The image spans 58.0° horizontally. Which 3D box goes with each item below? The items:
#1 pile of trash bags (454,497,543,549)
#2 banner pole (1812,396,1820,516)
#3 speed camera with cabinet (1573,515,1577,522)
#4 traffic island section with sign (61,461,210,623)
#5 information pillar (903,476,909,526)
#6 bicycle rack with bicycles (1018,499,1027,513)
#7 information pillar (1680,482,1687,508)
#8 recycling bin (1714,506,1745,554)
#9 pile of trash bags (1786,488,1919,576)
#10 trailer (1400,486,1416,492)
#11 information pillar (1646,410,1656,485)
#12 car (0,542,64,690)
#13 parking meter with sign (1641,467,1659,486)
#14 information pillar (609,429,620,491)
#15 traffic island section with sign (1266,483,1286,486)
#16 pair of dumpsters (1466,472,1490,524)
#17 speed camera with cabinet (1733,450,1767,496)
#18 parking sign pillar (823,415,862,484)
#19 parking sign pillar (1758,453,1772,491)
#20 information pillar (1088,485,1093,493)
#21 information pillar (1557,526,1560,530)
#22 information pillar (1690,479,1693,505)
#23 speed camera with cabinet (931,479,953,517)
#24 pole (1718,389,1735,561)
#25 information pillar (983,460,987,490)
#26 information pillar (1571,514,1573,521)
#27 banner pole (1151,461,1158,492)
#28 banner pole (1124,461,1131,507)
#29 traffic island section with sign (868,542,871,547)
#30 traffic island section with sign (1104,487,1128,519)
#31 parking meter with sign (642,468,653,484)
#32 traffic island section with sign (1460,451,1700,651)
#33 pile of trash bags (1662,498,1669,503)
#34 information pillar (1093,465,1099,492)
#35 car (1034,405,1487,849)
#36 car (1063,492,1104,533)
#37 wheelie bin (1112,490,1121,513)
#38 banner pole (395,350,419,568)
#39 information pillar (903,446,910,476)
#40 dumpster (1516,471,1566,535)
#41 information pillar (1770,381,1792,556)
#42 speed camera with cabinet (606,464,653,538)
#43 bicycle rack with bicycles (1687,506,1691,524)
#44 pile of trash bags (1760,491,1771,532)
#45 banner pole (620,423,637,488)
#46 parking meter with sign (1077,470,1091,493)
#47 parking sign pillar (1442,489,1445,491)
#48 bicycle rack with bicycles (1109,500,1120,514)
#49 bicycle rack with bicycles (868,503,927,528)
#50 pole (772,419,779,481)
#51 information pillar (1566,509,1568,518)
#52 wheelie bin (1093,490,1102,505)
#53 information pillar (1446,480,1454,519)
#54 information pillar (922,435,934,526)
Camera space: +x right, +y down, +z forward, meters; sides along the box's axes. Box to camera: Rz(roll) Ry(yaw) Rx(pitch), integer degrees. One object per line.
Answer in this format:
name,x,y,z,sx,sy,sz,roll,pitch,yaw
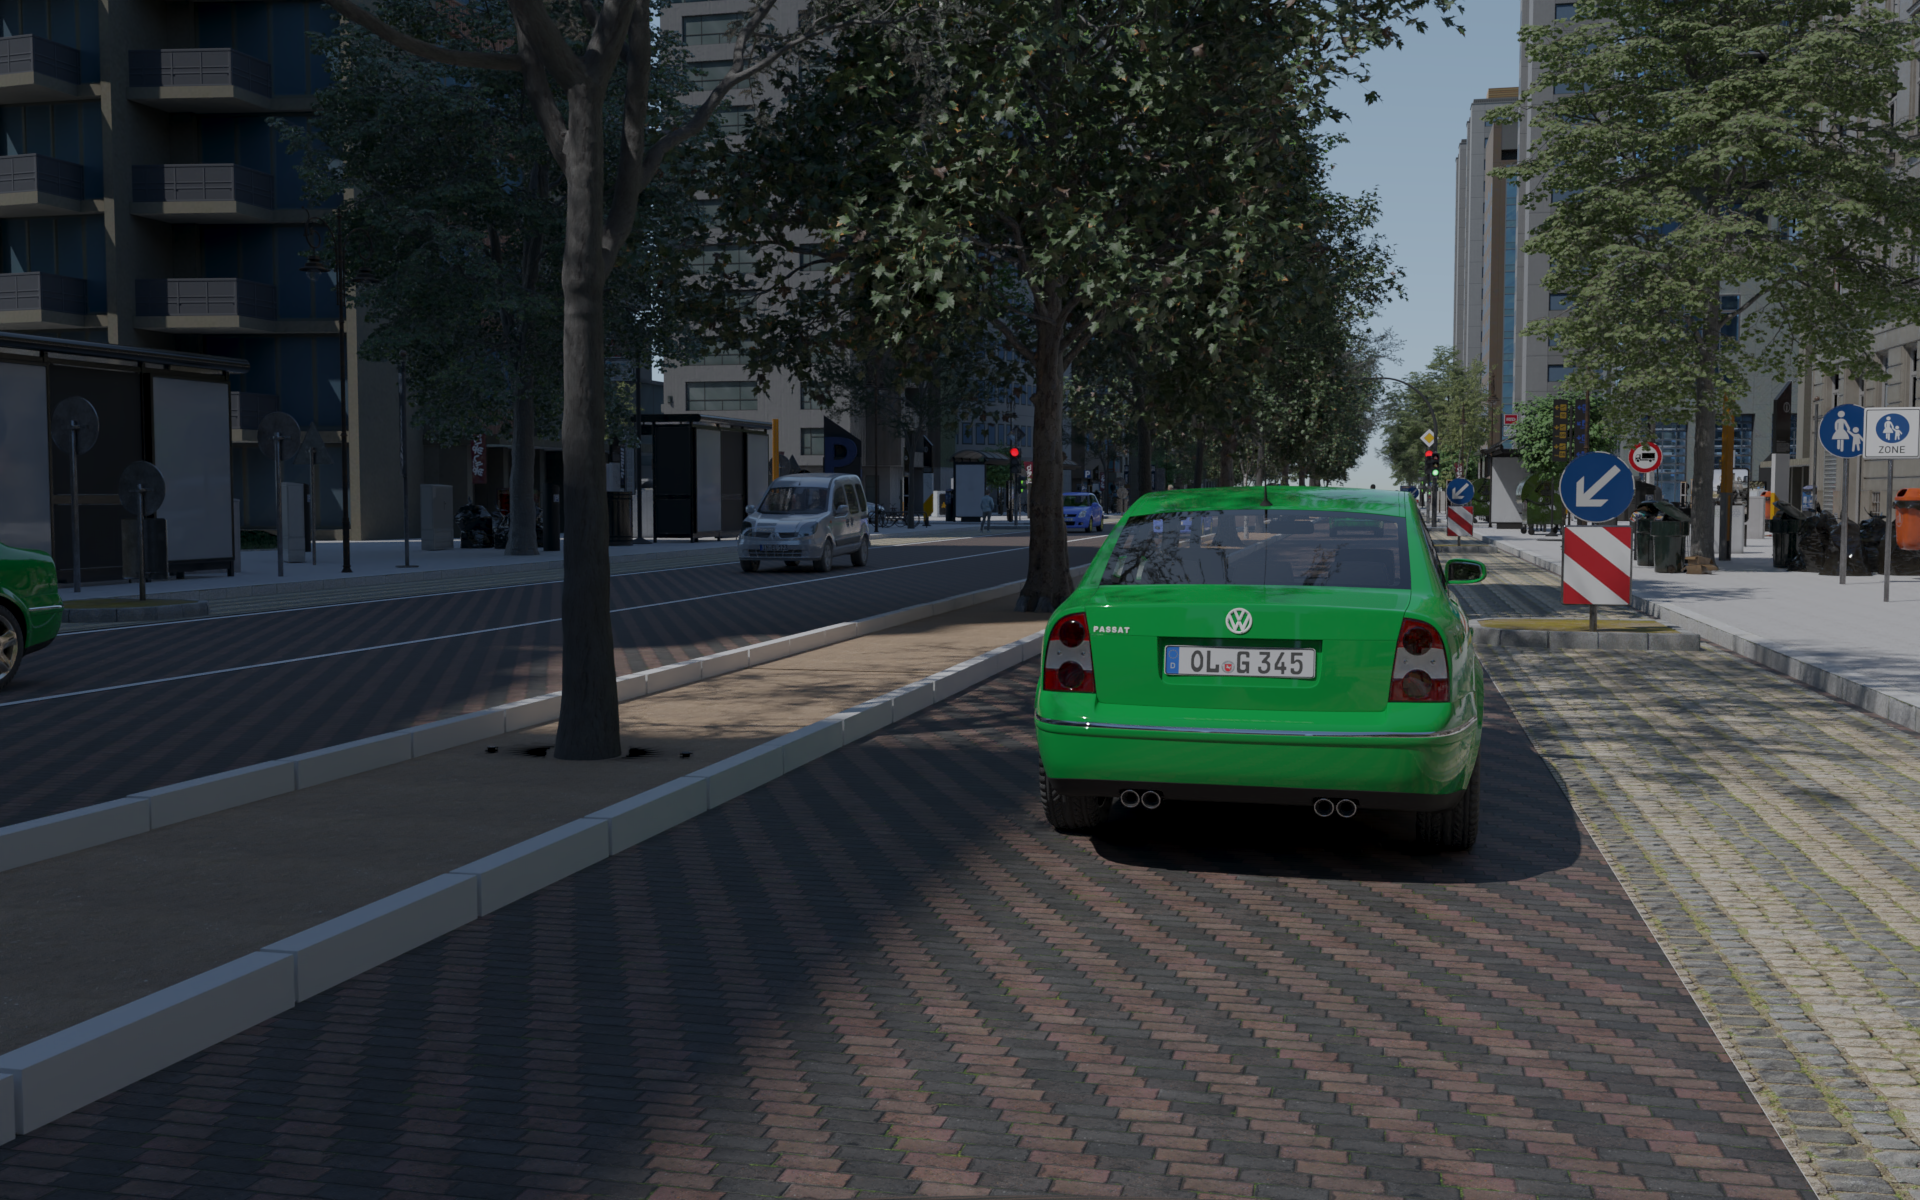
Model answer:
pile of trash bags,-11.484,-1.948,41.601,3.447,1.369,1.912,2,4,25
banner pole,21.818,-3.315,44.213,0.401,3.779,0.863,2,4,27
speed camera with cabinet,32.189,-5.755,88.422,2.038,3.252,0.660,0,4,-2
traffic island section with sign,-9.919,-0.703,20.115,1.989,1.847,2.006,1,4,13
information pillar,-2.099,-4.024,70.278,0.304,2.012,0.304,2,4,31
bicycle rack with bicycles,5.088,-6.309,116.531,2.925,0.926,2.852,2,4,25
information pillar,44.071,-6.175,105.460,0.304,2.012,0.304,3,5,41
recycling bin,16.594,-1.532,37.602,0.722,1.027,0.722,1,4,18
pile of trash bags,14.462,-1.071,27.267,1.912,1.369,3.447,1,4,9
trailer,30.677,-6.836,118.814,1.471,1.999,3.904,1,4,13
information pillar,18.553,-3.376,46.555,0.183,3.616,0.504,3,4,37
car,-8.118,-0.152,11.282,1.959,1.807,4.718,1,4,14
parking meter with sign,37.552,-6.069,95.491,1.738,3.016,0.543,2,4,25
information pillar,-9.134,-3.330,45.803,0.183,3.616,0.504,1,4,14
traffic island section with sign,14.074,-4.143,75.879,2.006,1.907,1.989,1,4,13
pair of dumpsters,23.199,-4.549,76.877,1.574,2.255,4.437,1,4,14
speed camera with cabinet,35.184,-5.079,77.382,0.660,3.252,2.038,-1,4,-15
parking sign pillar,-4.004,-4.317,59.048,1.447,3.967,1.447,0,4,3
parking sign pillar,51.241,-7.423,109.840,1.447,3.967,1.447,-1,4,-12
information pillar,11.139,-8.772,147.912,0.304,2.012,0.304,0,4,-8
information pillar,21.471,-4.328,62.117,0.183,3.616,0.504,2,4,24
information pillar,36.760,-5.033,86.774,0.304,2.012,0.304,1,4,13
speed camera with cabinet,-0.612,-6.225,96.107,2.038,3.252,0.660,-3,4,-38
pole,14.714,-2.409,33.223,0.158,3.312,0.155,0,3,0
information pillar,1.628,-7.513,114.199,0.183,3.616,0.504,-2,4,-32
information pillar,29.281,-4.770,82.485,0.304,2.012,0.304,1,4,17
banner pole,14.603,-8.563,130.014,0.401,3.779,0.863,-3,5,-45
banner pole,12.726,-8.638,131.245,0.401,3.779,0.863,-3,5,-44
traffic island section with sign,-3.493,-2.336,46.826,1.989,1.847,2.006,1,4,13
traffic island section with sign,9.411,-5.622,100.553,1.989,1.847,2.006,1,4,13
parking meter with sign,-15.498,-5.504,86.257,0.543,3.016,1.738,-3,5,-39
traffic island section with sign,5.972,-0.501,16.826,1.989,1.847,2.006,1,4,13
pile of trash bags,35.079,-4.796,88.173,1.912,1.369,3.447,2,4,26
information pillar,10.826,-8.972,138.042,0.504,3.616,0.183,0,4,2
car,1.591,0.017,8.513,1.959,1.807,4.718,1,4,15
car,4.332,-3.406,65.284,1.945,1.707,3.694,1,4,14
wheelie bin,10.797,-6.818,119.379,0.693,1.594,0.980,0,4,-5
banner pole,-9.632,-2.443,29.960,0.401,3.779,0.863,-1,4,-10
information pillar,-2.633,-5.754,85.433,0.183,3.616,0.504,3,5,41
dumpster,18.358,-3.181,54.503,1.502,2.255,1.985,1,4,13
information pillar,16.929,-2.713,35.711,0.504,3.616,0.183,-2,4,-30
speed camera with cabinet,-9.956,-3.431,50.427,2.038,3.252,0.660,-2,4,-33
bicycle rack with bicycles,31.611,-3.803,75.561,2.925,0.926,2.852,3,5,40
pile of trash bags,26.811,-2.999,58.791,1.912,1.369,3.447,0,4,1
banner pole,-10.751,-4.050,56.235,0.863,3.779,0.401,-2,4,-29
parking meter with sign,8.983,-8.068,128.176,0.543,3.016,1.738,-2,4,-27
parking sign pillar,40.858,-9.563,144.828,1.447,3.967,1.447,-3,4,-37
bicycle rack with bicycles,9.574,-6.131,113.624,2.852,0.926,2.925,1,4,19
bicycle rack with bicycles,-2.604,-3.246,66.454,2.925,0.926,2.852,-1,4,-20
pole,-5.004,-3.255,47.060,0.158,3.312,0.155,0,3,0
information pillar,31.995,-6.137,91.695,0.504,3.616,0.183,-2,4,-24
wheelie bin,9.449,-6.831,119.598,0.693,1.594,0.980,1,4,15
information pillar,25.267,-5.187,89.296,0.304,2.012,0.304,3,4,38
information pillar,-1.270,-4.749,68.997,0.504,3.616,0.183,3,5,41
